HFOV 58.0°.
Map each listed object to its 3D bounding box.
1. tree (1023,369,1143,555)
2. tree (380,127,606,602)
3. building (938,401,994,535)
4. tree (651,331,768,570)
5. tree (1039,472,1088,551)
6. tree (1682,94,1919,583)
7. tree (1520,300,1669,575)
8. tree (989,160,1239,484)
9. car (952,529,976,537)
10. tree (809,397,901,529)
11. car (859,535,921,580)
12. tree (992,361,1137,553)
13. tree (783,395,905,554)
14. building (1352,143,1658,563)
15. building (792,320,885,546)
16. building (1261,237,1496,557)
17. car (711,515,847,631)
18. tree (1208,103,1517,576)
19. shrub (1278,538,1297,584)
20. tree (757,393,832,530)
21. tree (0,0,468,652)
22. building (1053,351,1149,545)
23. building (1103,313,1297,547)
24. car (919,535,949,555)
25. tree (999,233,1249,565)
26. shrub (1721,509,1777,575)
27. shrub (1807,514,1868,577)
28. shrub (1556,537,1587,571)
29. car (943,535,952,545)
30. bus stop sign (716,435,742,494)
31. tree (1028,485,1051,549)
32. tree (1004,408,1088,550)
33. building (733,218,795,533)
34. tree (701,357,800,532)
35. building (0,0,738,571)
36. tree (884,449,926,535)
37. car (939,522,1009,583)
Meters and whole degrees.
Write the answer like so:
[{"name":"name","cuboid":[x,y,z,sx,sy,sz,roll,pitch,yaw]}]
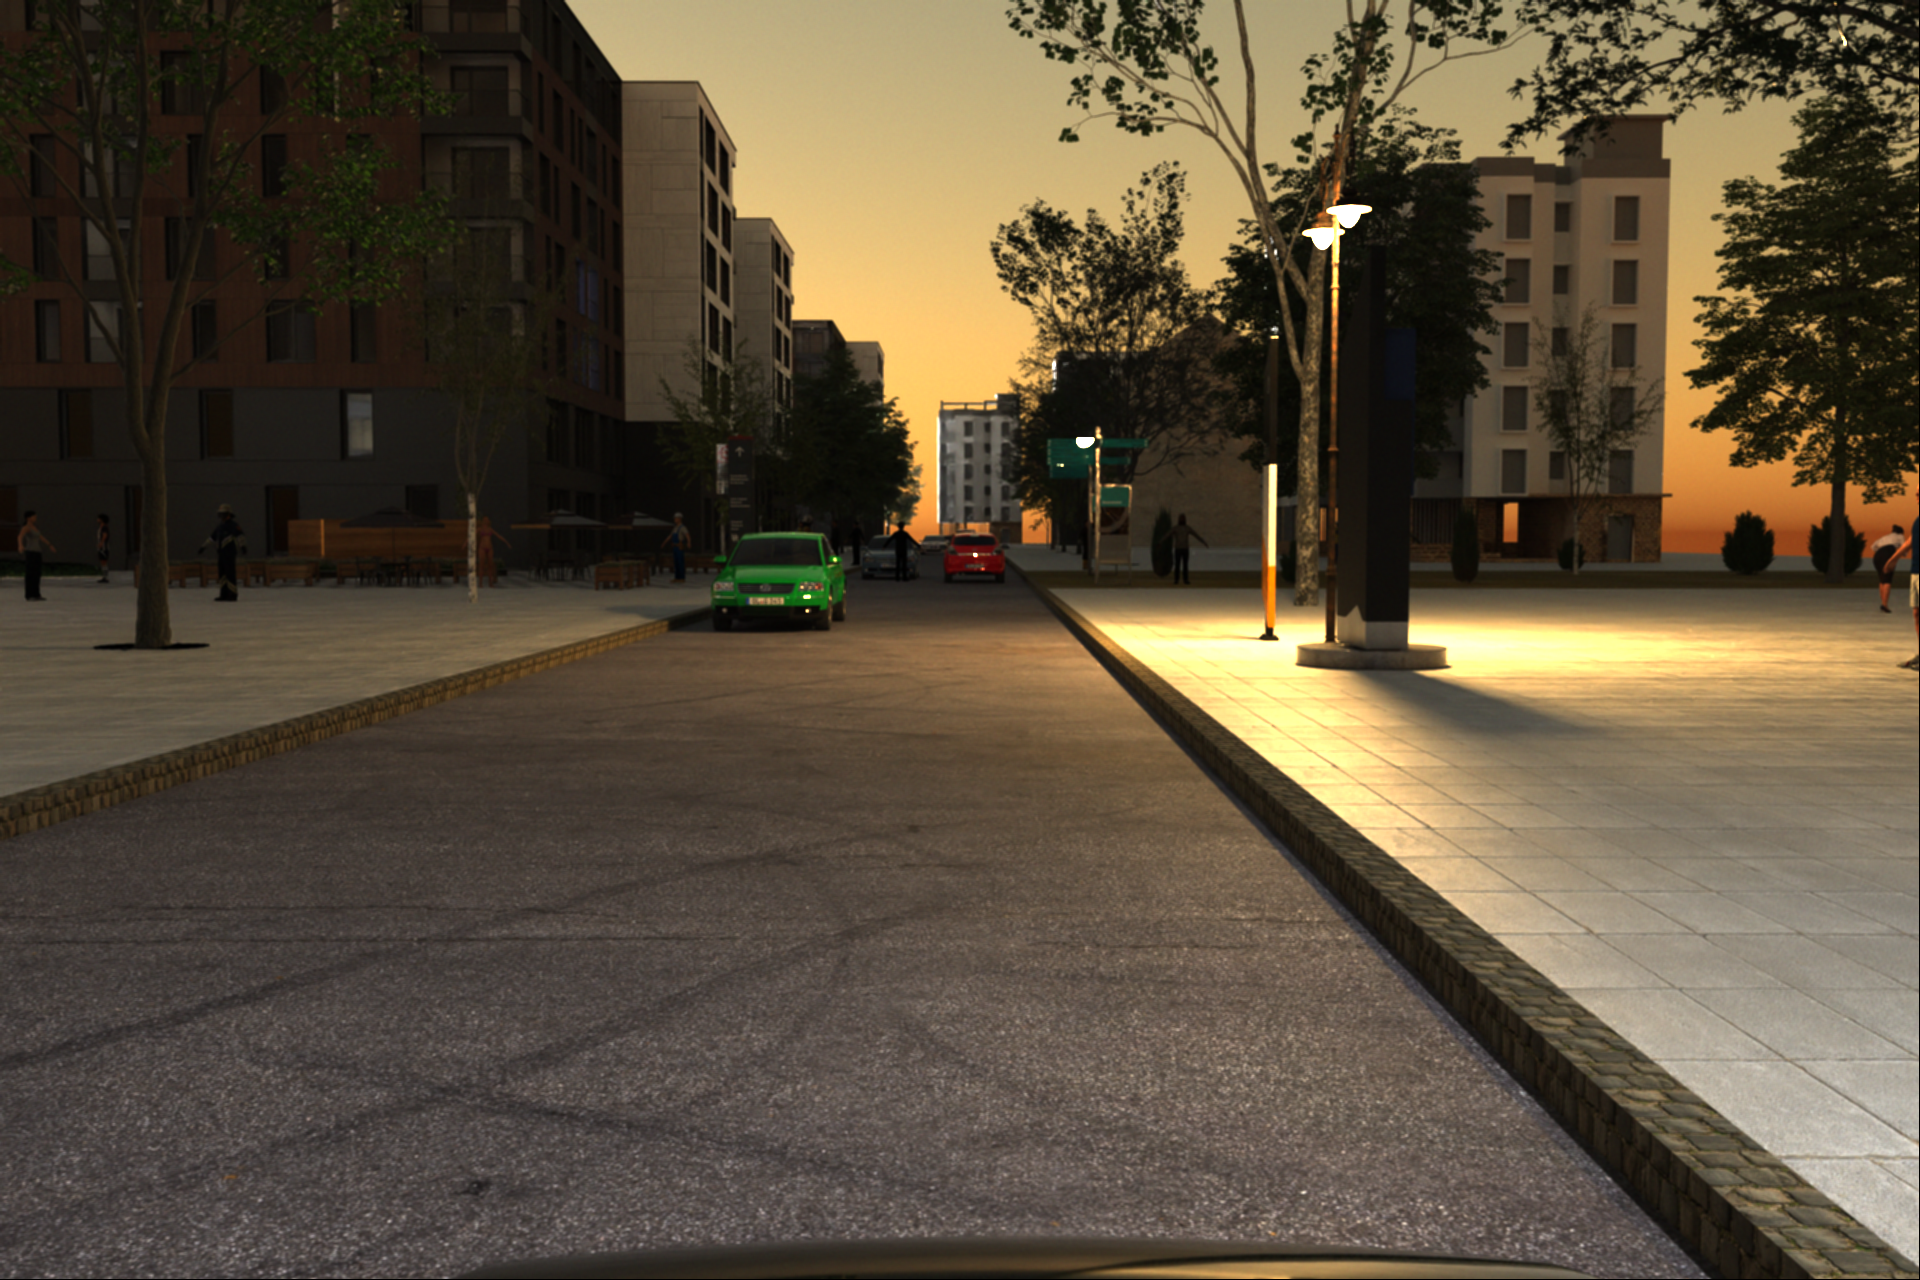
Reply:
[{"name":"tree","cuboid":[7.577,-11.185,108.627,9.928,11.665,9.643,0,3,0]},{"name":"tree","cuboid":[-9.363,-5.006,32.213,4.360,8.622,3.978,0,3,0]},{"name":"building","cuboid":[-2.594,-23.092,236.422,11.380,20.090,16.016,-1,4,-8]},{"name":"tree","cuboid":[-8.752,-6.834,62.092,4.737,8.622,4.395,0,3,0]},{"name":"tree","cuboid":[7.635,-11.129,132.318,4.737,8.622,4.395,0,3,0]},{"name":"tree","cuboid":[23.050,-7.781,45.346,7.486,12.596,7.792,0,3,0]},{"name":"tree","cuboid":[19.389,-6.382,54.701,4.360,8.622,3.978,0,3,0]},{"name":"tree","cuboid":[8.397,-14.164,87.469,12.611,20.169,13.585,0,3,0]},{"name":"car","cuboid":[0.482,-7.684,134.299,2.281,1.827,5.304,0,4,1]},{"name":"tree","cuboid":[-7.950,-12.413,128.708,9.928,11.665,9.643,0,3,0]},{"name":"car","cuboid":[-2.220,-2.699,56.127,2.014,1.417,4.499,0,4,0]},{"name":"tree","cuboid":[7.367,-12.863,120.677,12.009,13.543,11.850,0,3,0]},{"name":"tree","cuboid":[-7.754,-11.005,114.337,8.767,10.594,7.601,0,4,1]},{"name":"building","cuboid":[25.802,-14.314,90.452,16.016,20.090,11.380,0,4,1]},{"name":"building","cuboid":[-22.640,-20.665,181.853,27.936,21.610,32.646,0,4,0]},{"name":"building","cuboid":[24.313,-15.459,109.182,16.016,20.090,11.380,0,4,0]},{"name":"car","cuboid":[-2.781,-1.120,27.107,1.959,1.807,4.718,0,4,0]},{"name":"tree","cuboid":[11.837,-8.949,52.979,9.857,13.997,8.962,0,3,0]},{"name":"shrub","cuboid":[8.664,-2.042,44.507,1.383,1.207,1.383,0,3,0]},{"name":"tree","cuboid":[-8.553,-8.582,90.671,4.737,8.622,4.395,0,3,0]},{"name":"tree","cuboid":[-8.962,-5.700,18.955,9.928,11.665,9.643,0,3,0]},{"name":"building","cuboid":[25.039,-22.380,209.883,27.936,21.610,32.646,0,4,1]},{"name":"building","cuboid":[24.579,-21.409,180.959,19.493,23.208,18.063,0,4,0]},{"name":"car","cuboid":[-1.813,-6.709,122.053,2.083,1.381,4.827,0,4,0]},{"name":"tree","cuboid":[6.837,-9.839,71.244,12.009,13.543,11.850,0,3,0]},{"name":"shrub","cuboid":[24.900,-3.100,54.726,1.661,2.075,1.752,0,3,0]},{"name":"shrub","cuboid":[26.497,-2.931,52.346,1.690,2.028,1.600,0,3,0]},{"name":"shrub","cuboid":[21.291,-3.009,60.311,1.383,1.207,1.383,0,3,0]},{"name":"car","cuboid":[-0.999,-8.002,143.416,1.945,1.354,3.894,0,4,1]},{"name":"bus stop sign","cuboid":[-6.145,-3.553,46.800,0.855,3.939,0.416,0,4,3]},{"name":"tree","cuboid":[7.461,-12.057,147.499,4.737,8.622,4.395,0,3,0]},{"name":"tree","cuboid":[7.427,-13.611,140.659,7.486,12.596,7.792,0,3,0]},{"name":"building","cuboid":[-26.165,-16.287,110.261,27.936,21.610,32.646,0,4,1]},{"name":"tree","cuboid":[-8.017,-7.401,71.372,4.360,8.622,3.978,0,3,0]},{"name":"building","cuboid":[-25.723,-14.210,76.301,27.936,21.610,32.646,0,4,0]},{"name":"tree","cuboid":[-9.568,-19.937,232.629,9.857,13.997,8.962,0,3,0]},{"name":"car","cuboid":[0.425,-2.632,52.078,2.155,1.783,4.494,0,3,0]}]
